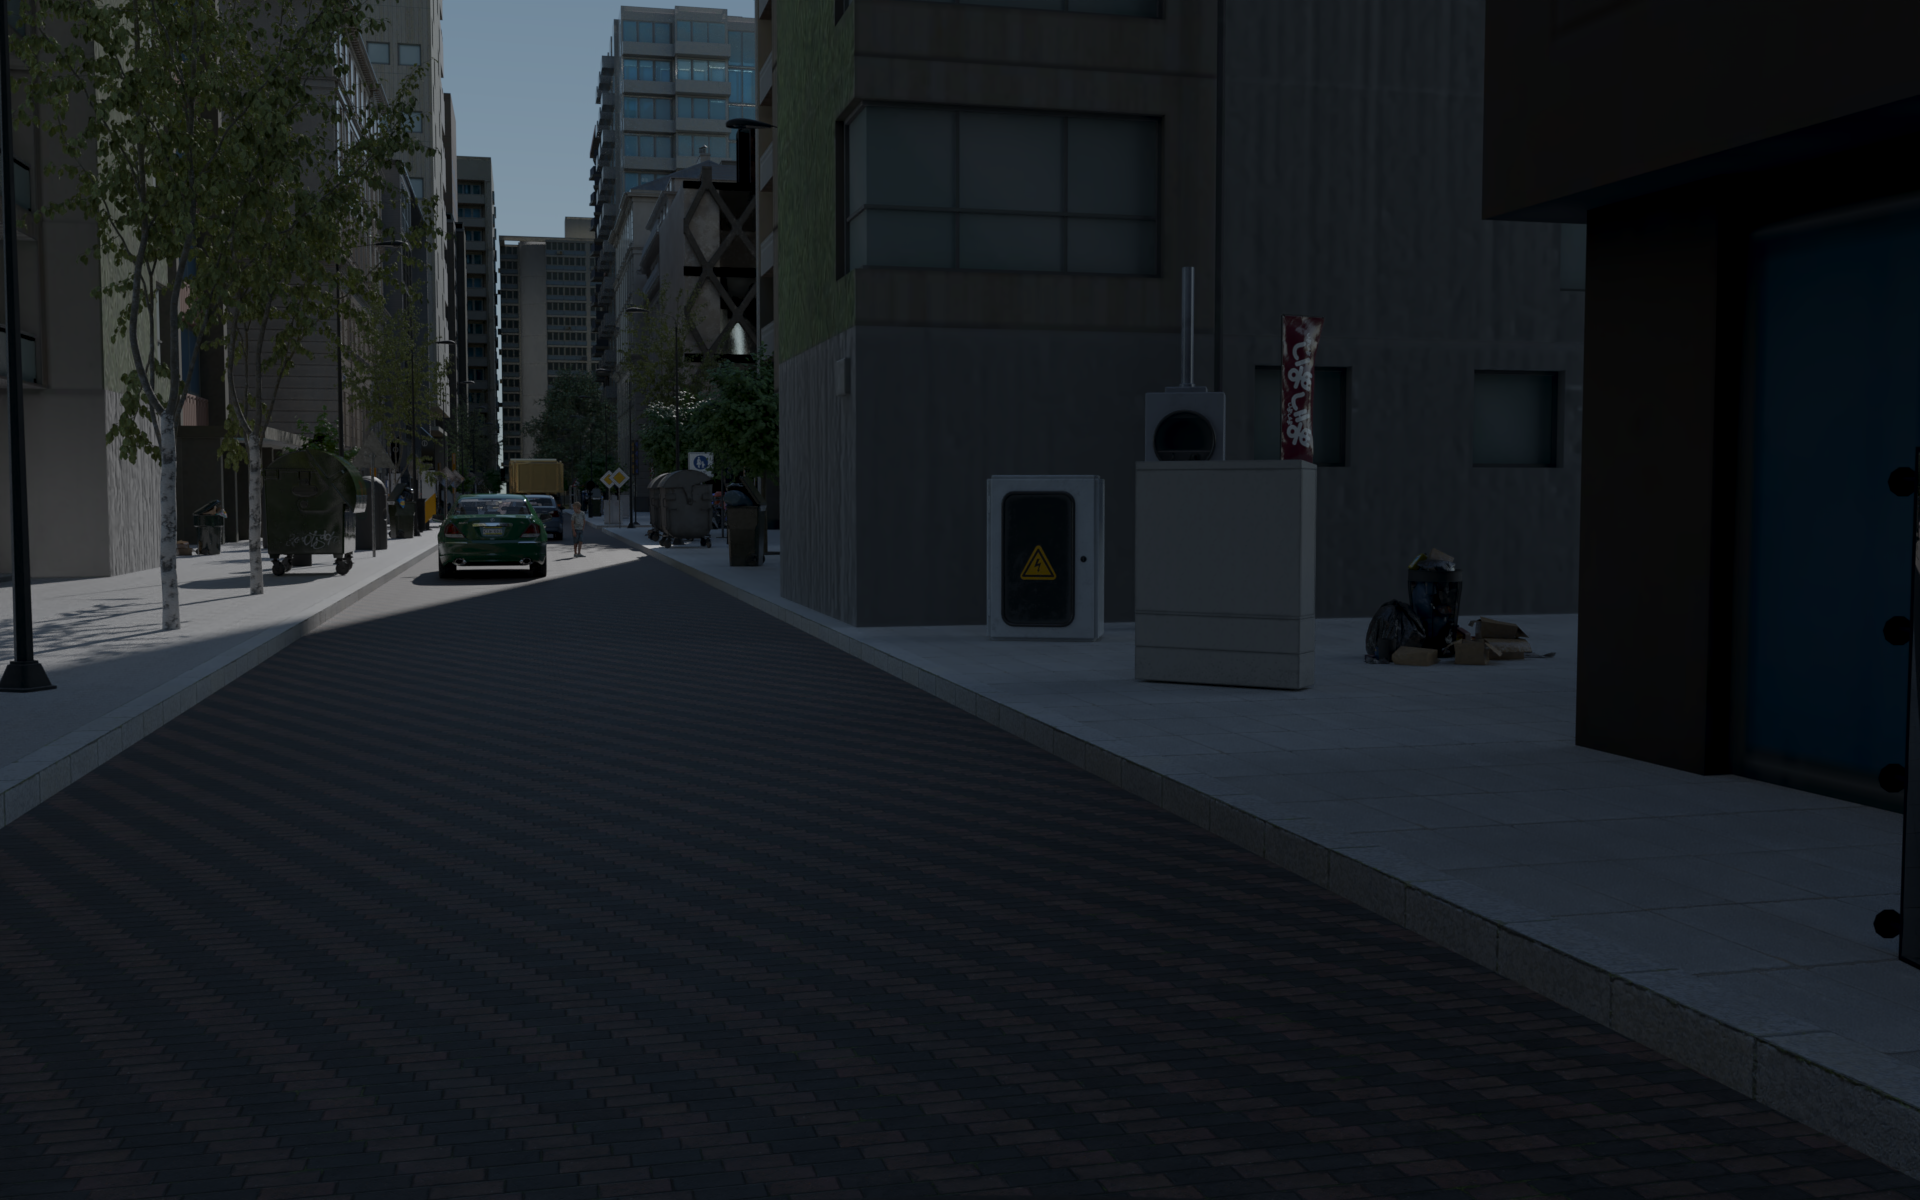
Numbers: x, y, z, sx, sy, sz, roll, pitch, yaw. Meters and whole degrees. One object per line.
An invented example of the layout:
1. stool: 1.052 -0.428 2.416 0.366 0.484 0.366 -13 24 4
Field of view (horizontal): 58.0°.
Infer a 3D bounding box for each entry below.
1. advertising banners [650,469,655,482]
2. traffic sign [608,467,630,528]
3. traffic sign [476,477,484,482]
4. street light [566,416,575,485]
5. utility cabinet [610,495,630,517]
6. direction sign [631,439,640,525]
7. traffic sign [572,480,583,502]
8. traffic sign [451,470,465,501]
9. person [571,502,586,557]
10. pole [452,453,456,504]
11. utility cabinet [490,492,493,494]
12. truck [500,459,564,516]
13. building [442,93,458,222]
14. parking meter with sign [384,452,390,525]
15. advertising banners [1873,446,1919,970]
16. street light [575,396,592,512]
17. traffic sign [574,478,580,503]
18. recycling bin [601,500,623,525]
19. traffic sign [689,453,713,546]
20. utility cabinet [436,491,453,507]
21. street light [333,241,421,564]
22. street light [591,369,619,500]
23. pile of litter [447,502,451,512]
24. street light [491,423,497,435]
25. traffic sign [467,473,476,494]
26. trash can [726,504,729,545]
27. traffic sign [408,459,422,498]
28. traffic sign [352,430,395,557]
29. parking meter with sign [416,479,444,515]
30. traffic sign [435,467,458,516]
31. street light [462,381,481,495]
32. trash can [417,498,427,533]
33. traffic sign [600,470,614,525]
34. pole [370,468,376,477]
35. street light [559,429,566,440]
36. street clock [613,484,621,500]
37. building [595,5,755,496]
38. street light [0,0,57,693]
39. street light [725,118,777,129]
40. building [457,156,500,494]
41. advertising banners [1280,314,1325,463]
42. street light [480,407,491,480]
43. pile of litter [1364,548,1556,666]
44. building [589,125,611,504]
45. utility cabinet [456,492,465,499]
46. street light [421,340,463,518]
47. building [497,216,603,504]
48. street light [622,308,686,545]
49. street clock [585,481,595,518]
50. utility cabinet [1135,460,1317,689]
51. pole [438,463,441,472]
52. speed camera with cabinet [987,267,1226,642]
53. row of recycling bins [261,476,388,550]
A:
1. advertising banners: -16.559 -6.080 95.591 0.090 3.025 2.074 -3 5 -44
2. traffic sign: -12.716 -3.733 64.674 0.795 2.450 0.064 -1 4 -14
3. traffic sign: -36.731 -8.091 132.385 0.768 2.556 0.104 -1 4 -10
4. street light: -22.431 -7.967 102.802 1.470 5.913 1.316 -1 4 -14
5. utility cabinet: -19.117 -5.271 97.345 1.020 1.237 0.306 -2 4 -30
6. direction sign: -13.531 -4.903 72.165 0.379 3.537 0.876 -2 4 -28
7. traffic sign: -27.702 -7.685 125.656 0.884 2.594 0.081 0 4 -5
8. traffic sign: -20.673 -4.116 70.938 0.795 2.450 0.064 -1 4 -14
9. person: -8.658 -1.600 39.346 0.332 1.250 0.352 0 4 -1
10. pole: -25.259 -5.666 86.490 0.158 3.312 0.155 0 3 0
11. utility cabinet: -38.672 -8.158 142.069 0.318 1.500 1.173 -2 4 -35
12. truck: -23.120 -6.009 94.175 3.469 3.379 9.791 -1 4 -16
13. building: -61.887 -32.915 188.276 14.600 45.320 14.200 -1 4 -14
14. parking meter with sign: -24.095 -4.715 73.354 0.543 3.016 1.738 -1 4 -13
15. advertising banners: 2.614 -0.461 3.729 0.090 3.025 2.074 0 4 -1
16. street light: -17.309 -6.697 82.044 1.470 5.913 1.316 -1 4 -14
17. traffic sign: -28.452 -7.912 129.465 0.768 2.556 0.104 -1 4 -10
18. recycling bin: -14.667 -3.717 73.325 0.722 1.027 0.722 0 4 -4
19. traffic sign: -6.387 -2.483 42.733 0.606 2.300 0.079 0 4 -4
20. utility cabinet: -33.046 -6.241 110.721 1.173 1.500 0.318 -3 4 -38
21. street light: -10.801 -3.623 31.783 1.470 5.913 1.316 -1 4 -14
22. street light: -12.834 -5.629 64.567 1.470 5.913 1.316 -1 4 -14
23. pile of litter: -38.198 -7.218 131.983 1.719 0.858 1.176 -3 4 -37
24. street light: -31.125 -8.583 112.869 1.470 5.913 1.316 -1 4 -14
25. traffic sign: -29.011 -6.264 102.515 0.768 2.556 0.104 0 4 -5
26. trash can: -5.374 -1.863 42.119 0.748 1.137 0.748 0 3 0
27. traffic sign: -19.245 -3.765 61.662 0.768 2.556 0.104 -1 4 -9
28. traffic sign: -11.908 -2.149 35.133 0.884 2.594 0.081 -1 4 -12
29. parking meter with sign: -28.082 -5.833 91.624 0.543 3.016 1.738 2 4 31
30. traffic sign: -18.730 -3.642 63.192 0.795 2.450 0.064 -1 4 -14
31. street light: -20.632 -6.034 71.196 1.470 5.913 1.316 -1 4 -14
32. trash can: -18.120 -2.814 57.661 0.748 1.137 0.748 0 3 0
33. traffic sign: -14.659 -4.207 72.420 0.795 2.450 0.064 -1 4 -14
34. pole: -20.929 -4.156 61.795 0.158 3.312 0.155 0 3 0
35. street light: -27.623 -9.242 123.654 1.470 5.913 1.316 -1 4 -14
36. street clock: -17.050 -4.999 86.299 0.358 2.002 0.471 -3 5 -42
37. building: -25.274 -34.054 176.393 23.786 49.044 30.456 -1 4 -14
38. street light: -5.592 -2.369 11.278 1.470 5.913 1.316 -1 4 -14
39. street light: -2.211 -3.006 21.694 1.470 5.913 1.316 -1 4 -14
40. building: -73.728 -37.337 234.165 21.600 48.544 21.300 -1 4 -14
41. advertising banners: 2.666 -1.250 16.633 2.074 3.025 0.090 -2 4 -27
42. street light: -25.857 -7.304 91.964 1.470 5.913 1.316 -1 4 -14
43. pile of litter: 3.889 0.031 13.463 1.719 0.858 1.176 -1 4 -11
44. building: -32.310 -33.691 205.466 22.147 44.769 28.867 -1 4 -14
45. utility cabinet: -38.745 -7.629 133.419 1.173 1.500 0.318 -3 4 -39
46. street light: -15.946 -4.882 52.355 1.470 5.913 1.316 -1 4 -14
47. building: -53.080 -33.878 245.789 23.993 40.220 32.217 -1 4 -14
48. street light: -7.638 -4.336 43.440 1.470 5.913 1.316 -1 4 -14
49. street clock: -19.989 -5.448 93.640 0.471 2.002 0.358 -2 4 -34
50. utility cabinet: 1.773 -0.179 11.601 1.173 1.500 0.318 2 4 31
51. pole: -34.051 -7.309 113.345 0.158 3.312 0.155 0 3 0
52. speed camera with cabinet: 1.279 -1.272 15.133 2.038 3.252 0.660 1 4 10
53. row of recycling bins: -14.865 -2.043 40.518 3.534 1.692 1.069 2 4 24
